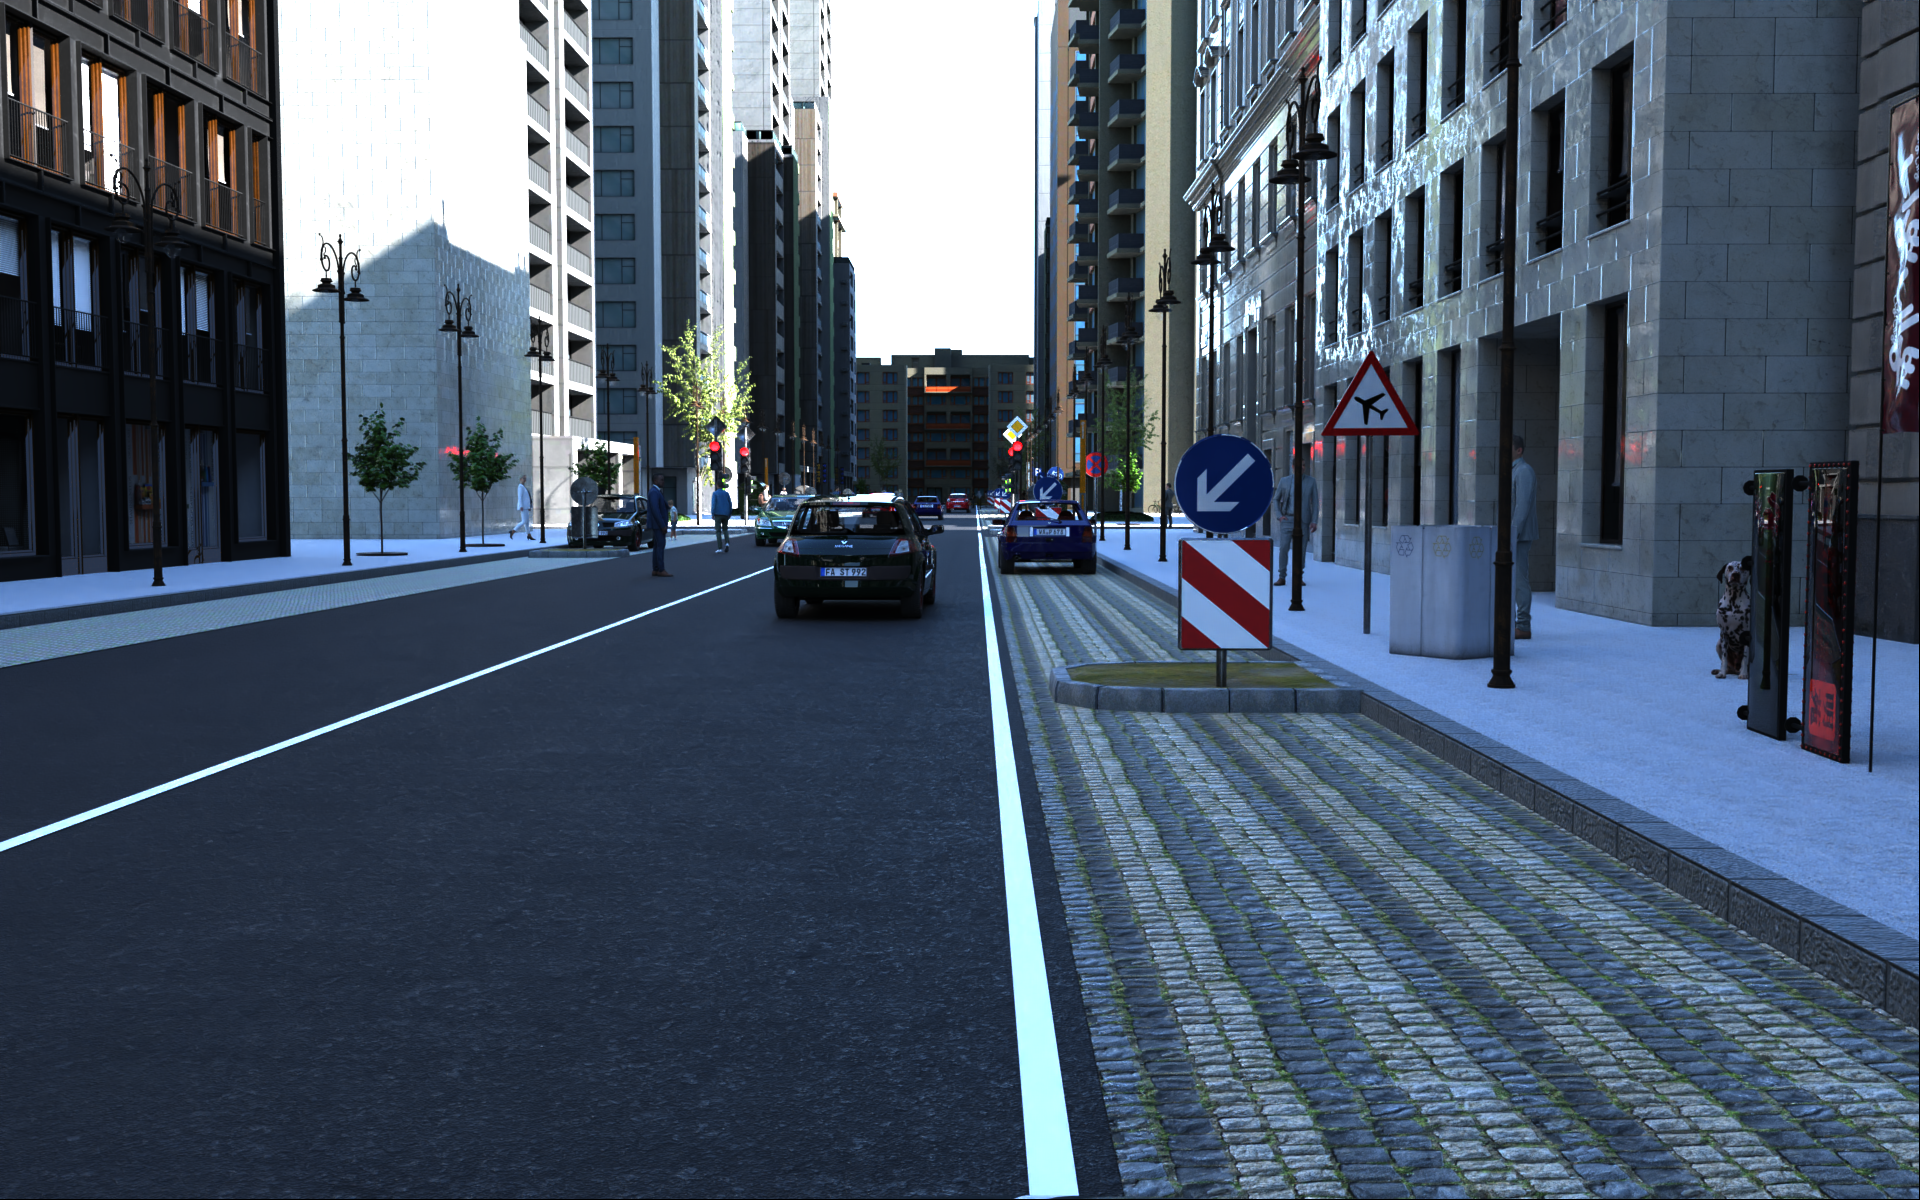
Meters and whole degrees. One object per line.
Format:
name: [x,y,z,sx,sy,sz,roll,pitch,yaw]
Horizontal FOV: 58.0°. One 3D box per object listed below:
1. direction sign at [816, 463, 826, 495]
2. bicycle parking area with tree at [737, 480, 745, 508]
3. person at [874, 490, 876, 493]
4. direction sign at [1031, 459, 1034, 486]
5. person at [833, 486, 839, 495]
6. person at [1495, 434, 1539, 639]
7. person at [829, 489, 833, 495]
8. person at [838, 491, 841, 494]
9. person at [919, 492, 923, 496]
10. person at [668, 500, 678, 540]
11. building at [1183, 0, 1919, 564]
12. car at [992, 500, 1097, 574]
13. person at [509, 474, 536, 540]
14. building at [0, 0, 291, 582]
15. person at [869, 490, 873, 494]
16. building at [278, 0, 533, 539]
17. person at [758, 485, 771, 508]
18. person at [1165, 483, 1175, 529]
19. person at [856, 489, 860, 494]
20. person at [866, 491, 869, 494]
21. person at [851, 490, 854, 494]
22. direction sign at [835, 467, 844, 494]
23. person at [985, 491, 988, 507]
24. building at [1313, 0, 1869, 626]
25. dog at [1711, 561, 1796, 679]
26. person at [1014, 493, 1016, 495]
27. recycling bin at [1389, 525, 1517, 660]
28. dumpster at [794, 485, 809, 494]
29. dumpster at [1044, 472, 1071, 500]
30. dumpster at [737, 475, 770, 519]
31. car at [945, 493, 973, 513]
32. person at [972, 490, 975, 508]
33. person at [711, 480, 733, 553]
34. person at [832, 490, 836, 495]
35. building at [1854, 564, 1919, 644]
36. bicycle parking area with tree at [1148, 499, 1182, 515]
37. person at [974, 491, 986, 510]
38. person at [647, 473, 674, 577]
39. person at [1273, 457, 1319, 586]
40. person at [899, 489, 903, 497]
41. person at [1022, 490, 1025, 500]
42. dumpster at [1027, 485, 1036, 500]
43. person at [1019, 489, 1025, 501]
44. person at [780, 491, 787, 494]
direction sign: [-10.061,-8.177,125.690,0.876,3.537,0.379,-3,4,-39]
bicycle parking area with tree: [-17.390,-8.335,123.279,8.231,4.147,9.016,-2,4,-30]
person: [-9.847,-12.022,203.127,0.721,1.766,1.217,-1,4,-21]
direction sign: [4.620,-7.337,111.956,0.379,3.537,0.876,-1,4,-13]
person: [-6.350,-4.900,88.637,0.654,1.822,0.581,-2,4,-24]
person: [4.927,-0.564,15.360,0.391,1.810,0.635,0,4,4]
person: [-12.360,-9.796,167.000,1.217,1.735,0.721,-3,5,-42]
person: [-10.762,-9.141,155.371,0.599,1.838,0.709,3,4,38]
person: [-4.708,-11.896,203.827,0.721,1.723,1.217,2,4,30]
person: [-8.840,-2.455,53.318,0.352,1.250,0.332,1,4,16]
building: [13.362,-15.163,45.180,12.463,27.353,25.104,0,4,1]
car: [1.579,-1.197,32.150,1.945,1.354,3.894,0,4,0]
person: [-12.158,-2.574,48.005,0.818,1.842,0.514,-2,4,-30]
building: [-19.947,-12.068,26.986,12.332,23.373,15.834,0,4,1]
person: [-10.085,-11.676,197.393,0.683,1.767,0.568,1,4,14]
building: [-23.150,-12.181,53.904,16.860,20.320,10.420,0,4,1]
person: [-8.386,-4.038,74.485,0.822,1.834,0.622,-2,4,-29]
person: [7.854,-3.526,65.960,0.447,1.846,0.655,3,5,44]
person: [-9.833,-9.892,167.780,0.705,1.823,1.348,-2,4,-26]
person: [-10.050,-11.210,190.039,0.721,1.735,1.217,1,4,13]
person: [-10.563,-9.938,169.463,0.756,1.711,0.436,1,4,19]
direction sign: [-10.035,-9.298,144.020,0.876,3.537,0.379,-3,4,-37]
person: [2.964,-11.376,194.499,0.705,1.824,1.348,0,4,1]
building: [11.954,-10.380,24.463,10.420,20.320,16.860,0,4,1]
dog: [5.592,0.135,12.171,0.800,0.831,0.513,-1,4,-16]
person: [7.071,-12.624,212.547,1.348,1.812,0.705,2,4,26]
recycling bin: [3.935,-0.079,13.838,0.722,1.027,0.722,-2,4,-35]
dumpster: [-10.516,-6.773,116.492,1.264,1.857,1.865,0,4,0]
dumpster: [4.265,-4.679,79.002,1.502,2.255,1.985,0,4,0]
dumpster: [-10.605,-5.272,88.691,1.502,2.255,1.985,0,4,0]
car: [-0.108,-7.640,133.957,2.155,1.783,4.494,0,4,2]
person: [1.314,-10.249,176.088,0.705,1.822,1.348,0,4,-1]
person: [-5.815,-2.045,42.277,0.601,1.785,0.444,-2,4,-28]
person: [-11.640,-9.445,161.175,0.721,1.736,1.217,3,5,43]
building: [13.691,-12.595,3.195,12.463,27.353,25.104,0,4,1]
bicycle parking area with tree: [16.789,-7.320,106.691,9.016,4.147,8.231,-1,4,-23]
person: [1.820,-9.267,160.748,1.217,1.736,0.721,2,4,28]
person: [-5.274,-1.321,30.282,0.419,1.800,0.721,-1,4,-17]
person: [4.712,-1.112,24.323,0.635,1.810,0.391,0,4,2]
person: [-4.320,-7.133,125.312,0.728,1.800,0.709,3,4,36]
person: [6.855,-11.045,187.452,1.217,1.723,0.721,-3,5,-39]
dumpster: [4.488,-5.749,99.754,1.264,1.857,1.865,0,4,1]
person: [5.403,-9.067,155.008,0.721,1.743,1.217,3,5,43]
person: [-12.094,-6.762,117.275,0.731,1.740,0.598,-3,4,-38]
